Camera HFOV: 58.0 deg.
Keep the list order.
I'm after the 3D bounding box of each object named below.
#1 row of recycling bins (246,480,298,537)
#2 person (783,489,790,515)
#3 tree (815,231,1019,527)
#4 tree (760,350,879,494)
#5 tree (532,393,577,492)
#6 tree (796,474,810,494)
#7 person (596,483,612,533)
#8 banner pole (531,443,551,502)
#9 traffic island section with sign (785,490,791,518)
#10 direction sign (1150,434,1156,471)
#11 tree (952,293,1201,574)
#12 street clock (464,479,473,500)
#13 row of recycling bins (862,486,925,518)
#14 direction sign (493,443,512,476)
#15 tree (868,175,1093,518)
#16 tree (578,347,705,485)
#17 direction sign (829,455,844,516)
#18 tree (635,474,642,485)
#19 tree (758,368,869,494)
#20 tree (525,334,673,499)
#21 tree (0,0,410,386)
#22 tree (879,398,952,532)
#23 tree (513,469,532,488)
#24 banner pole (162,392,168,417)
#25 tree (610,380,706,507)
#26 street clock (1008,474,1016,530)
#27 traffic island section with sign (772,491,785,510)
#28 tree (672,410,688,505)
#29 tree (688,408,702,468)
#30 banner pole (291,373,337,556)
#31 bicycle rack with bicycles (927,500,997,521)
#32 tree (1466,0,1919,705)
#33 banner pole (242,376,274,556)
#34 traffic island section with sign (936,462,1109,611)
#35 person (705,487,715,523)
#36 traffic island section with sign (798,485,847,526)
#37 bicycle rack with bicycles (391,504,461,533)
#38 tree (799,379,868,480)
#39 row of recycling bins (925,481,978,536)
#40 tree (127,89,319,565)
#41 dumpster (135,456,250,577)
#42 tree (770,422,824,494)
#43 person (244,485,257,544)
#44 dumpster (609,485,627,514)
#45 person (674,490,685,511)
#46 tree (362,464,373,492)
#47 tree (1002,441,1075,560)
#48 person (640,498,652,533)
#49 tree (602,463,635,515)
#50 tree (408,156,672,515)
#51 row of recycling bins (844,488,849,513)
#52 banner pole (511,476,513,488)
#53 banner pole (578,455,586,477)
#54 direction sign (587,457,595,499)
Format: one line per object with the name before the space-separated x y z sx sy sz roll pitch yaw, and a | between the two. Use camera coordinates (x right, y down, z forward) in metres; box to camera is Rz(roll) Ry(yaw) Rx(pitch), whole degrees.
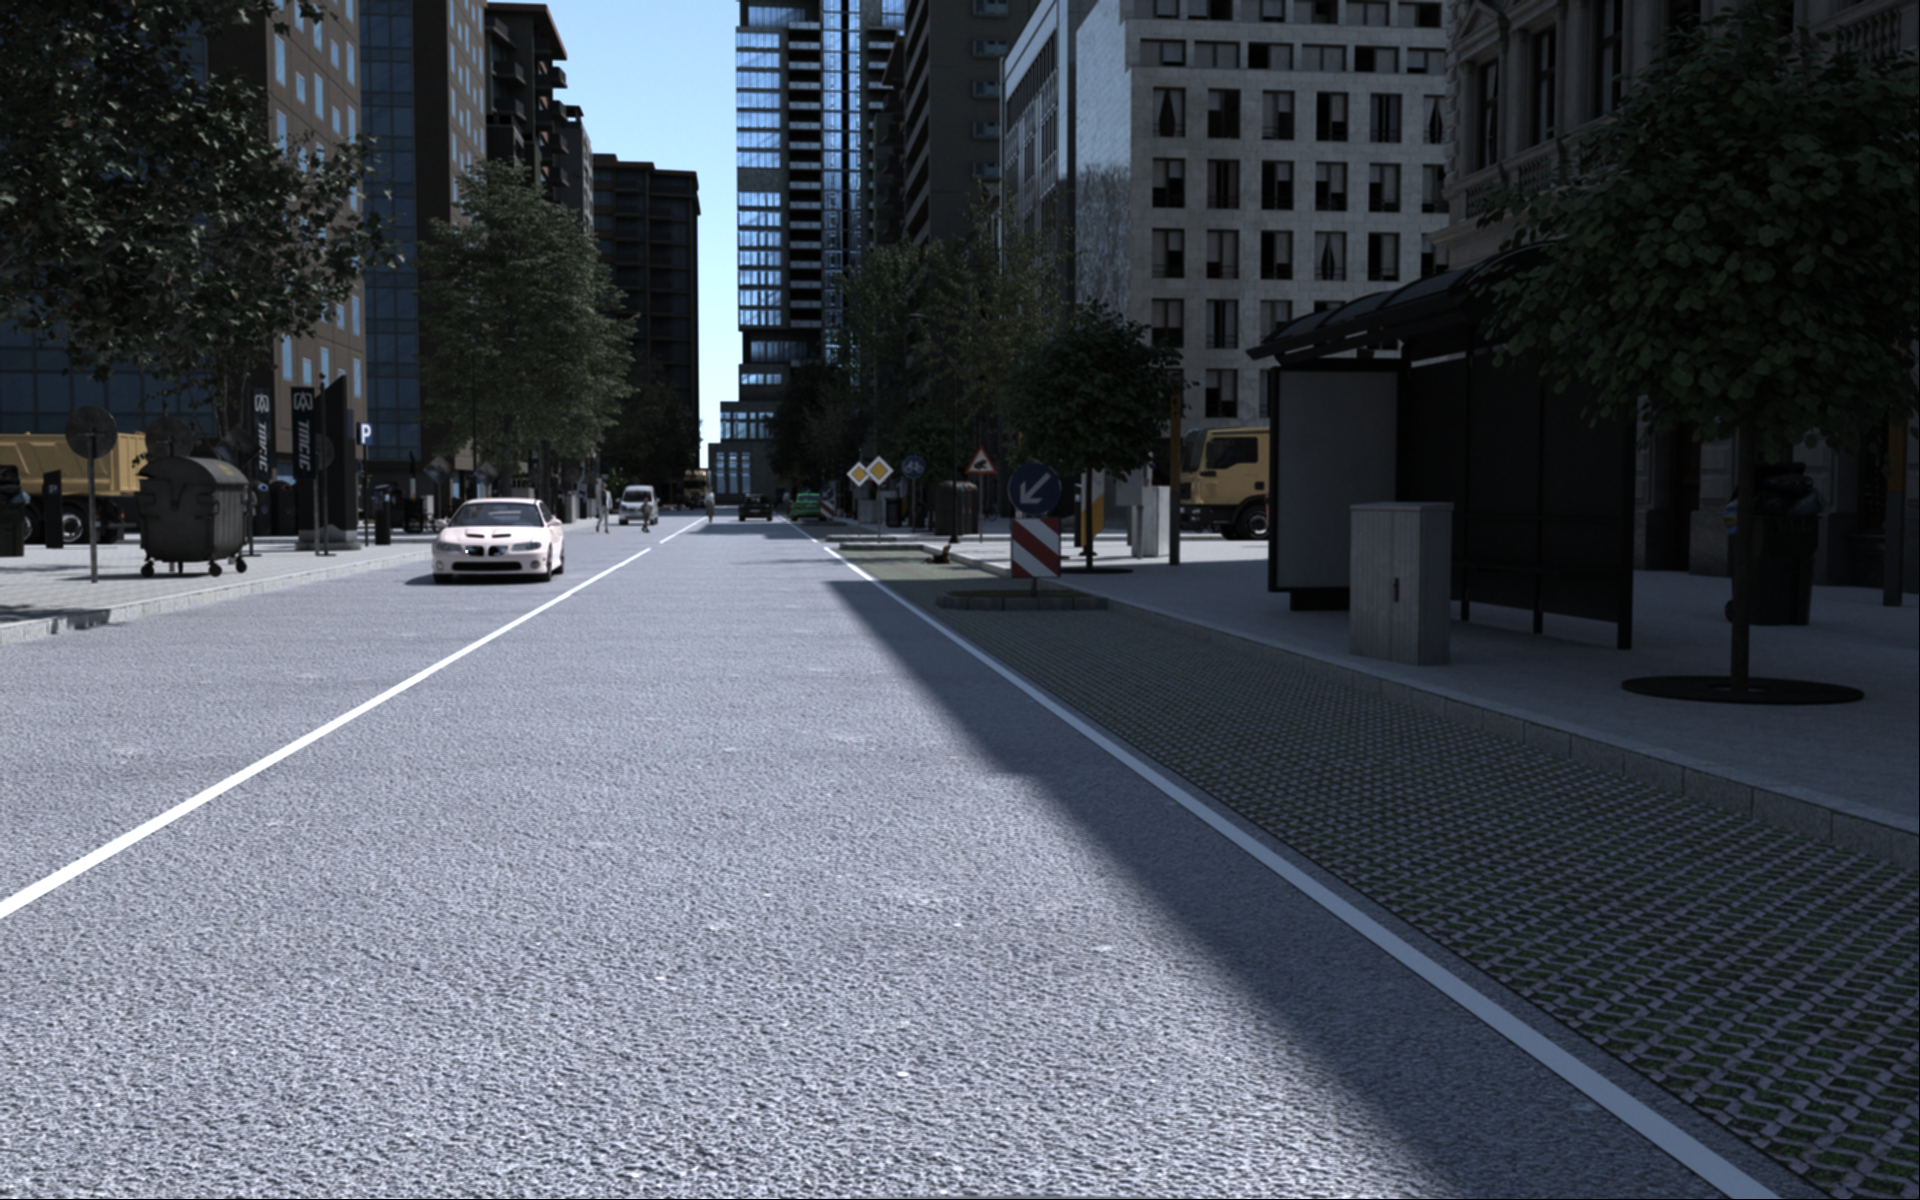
row of recycling bins | -21.093 -2.795 52.817 1.069 1.692 3.534 2 4 28
person | -12.019 -6.834 120.461 0.478 1.798 0.641 2 4 26
tree | -1.719 -8.666 67.448 9.928 11.665 9.643 0 3 0
tree | -11.313 -13.533 138.279 9.611 12.733 9.660 0 3 0
tree | -28.189 -10.378 120.050 4.737 8.622 4.395 0 3 0
tree | -18.744 -15.499 203.765 4.737 8.622 4.395 0 3 0
person | -13.051 -3.362 63.345 0.514 1.842 0.818 -3 4 -36
banner pole | -20.651 -5.795 84.762 0.863 3.779 0.401 2 4 27
traffic island section with sign | -9.423 -5.878 104.733 1.989 1.847 2.006 0 4 -7
direction sign | 6.358 -4.016 57.664 0.379 3.537 0.876 2 4 25
tree | 2.220 -2.735 28.432 4.285 4.588 4.351 0 3 0
street clock | -23.656 -4.823 83.425 0.471 2.002 0.358 3 5 42
row of recycling bins | -3.525 -5.290 93.600 3.534 1.692 1.069 -1 4 -13
direction sign | -20.210 -5.173 76.575 0.379 3.537 0.876 3 5 43
tree | 1.193 -5.454 39.531 4.737 8.622 4.395 0 3 0
tree | -26.200 -14.232 143.071 12.009 13.543 11.850 0 3 0
direction sign | -7.245 -6.689 101.367 0.876 3.537 0.379 0 4 -2
tree | -24.692 -8.203 128.728 1.663 3.219 1.824 0 3 0
tree | -13.641 -15.339 161.157 12.009 13.543 11.850 0 3 0
tree | -21.049 -10.113 99.755 8.767 10.594 7.601 -3 5 -39
tree | -11.319 -6.197 18.328 9.611 12.733 9.660 0 3 0
tree | -0.942 -4.610 59.090 4.285 4.588 4.351 0 3 0
tree | -29.327 -7.342 114.646 1.663 3.219 1.824 0 3 0
banner pole | -19.307 -3.190 42.178 0.401 3.779 0.863 -2 4 -32
tree | -30.413 -15.719 174.010 9.611 12.733 9.660 0 3 0
street clock | 1.895 -3.514 62.019 0.358 2.002 0.471 -1 4 -13
traffic island section with sign | -18.725 -10.517 180.577 1.989 1.847 2.006 0 4 -7
tree | -16.471 -9.316 70.442 7.486 12.596 7.792 0 3 0
tree | -33.918 -17.372 202.164 7.486 12.596 7.792 0 3 0
banner pole | -13.366 -2.798 35.762 0.863 3.779 0.401 -2 4 -34
bicycle rack with bicycles | -0.050 -4.162 81.424 2.852 0.926 2.925 -3 5 -40
tree | 5.097 -1.670 11.022 4.285 4.588 4.351 0 3 0
banner pole | -14.609 -2.814 36.027 0.401 3.779 0.863 1 4 23
traffic island section with sign | 0.723 -0.822 22.060 1.989 1.847 2.006 0 4 -7
person | -12.437 -4.736 86.167 0.478 1.798 0.641 0 4 3
traffic island section with sign | -6.136 -4.242 77.977 1.989 1.847 2.006 0 4 -7
bicycle rack with bicycles | -17.902 -2.802 59.191 2.852 0.926 2.925 1 4 23
tree | -8.253 -10.080 115.165 4.360 8.622 3.978 0 3 0
row of recycling bins | -0.135 -2.892 54.403 1.069 1.692 3.534 1 4 11
tree | -13.457 -4.962 31.483 4.360 8.622 3.978 0 3 0
dumpster | -12.127 -1.324 27.402 1.264 1.857 1.865 0 4 -7
tree | -17.496 -16.860 193.794 7.486 12.596 7.792 0 3 0
person | -19.102 -2.304 46.359 0.537 1.800 0.526 -1 4 -11
dumpster | -25.017 -7.492 124.995 1.502 2.255 1.985 0 4 -7
person | -23.815 -8.429 147.030 1.217 1.736 0.721 2 4 35
tree | -32.084 -5.989 92.514 1.663 3.219 1.824 0 3 0
tree | 1.547 -2.428 34.298 1.663 3.219 1.824 0 3 0
person | -11.704 -3.173 64.643 0.475 1.303 0.640 -3 5 -45
tree | -21.878 -6.990 108.894 1.663 3.219 1.824 0 3 0
tree | -15.125 -8.604 58.798 7.486 12.596 7.792 0 3 0
row of recycling bins | -7.889 -6.852 119.149 1.069 1.692 3.534 1 4 21
banner pole | -22.398 -5.883 86.205 0.401 3.779 0.863 -2 4 -35
banner pole | -23.943 -7.312 109.561 0.401 3.779 0.863 2 4 29
direction sign | -22.703 -7.006 106.551 0.379 3.537 0.876 1 4 19
